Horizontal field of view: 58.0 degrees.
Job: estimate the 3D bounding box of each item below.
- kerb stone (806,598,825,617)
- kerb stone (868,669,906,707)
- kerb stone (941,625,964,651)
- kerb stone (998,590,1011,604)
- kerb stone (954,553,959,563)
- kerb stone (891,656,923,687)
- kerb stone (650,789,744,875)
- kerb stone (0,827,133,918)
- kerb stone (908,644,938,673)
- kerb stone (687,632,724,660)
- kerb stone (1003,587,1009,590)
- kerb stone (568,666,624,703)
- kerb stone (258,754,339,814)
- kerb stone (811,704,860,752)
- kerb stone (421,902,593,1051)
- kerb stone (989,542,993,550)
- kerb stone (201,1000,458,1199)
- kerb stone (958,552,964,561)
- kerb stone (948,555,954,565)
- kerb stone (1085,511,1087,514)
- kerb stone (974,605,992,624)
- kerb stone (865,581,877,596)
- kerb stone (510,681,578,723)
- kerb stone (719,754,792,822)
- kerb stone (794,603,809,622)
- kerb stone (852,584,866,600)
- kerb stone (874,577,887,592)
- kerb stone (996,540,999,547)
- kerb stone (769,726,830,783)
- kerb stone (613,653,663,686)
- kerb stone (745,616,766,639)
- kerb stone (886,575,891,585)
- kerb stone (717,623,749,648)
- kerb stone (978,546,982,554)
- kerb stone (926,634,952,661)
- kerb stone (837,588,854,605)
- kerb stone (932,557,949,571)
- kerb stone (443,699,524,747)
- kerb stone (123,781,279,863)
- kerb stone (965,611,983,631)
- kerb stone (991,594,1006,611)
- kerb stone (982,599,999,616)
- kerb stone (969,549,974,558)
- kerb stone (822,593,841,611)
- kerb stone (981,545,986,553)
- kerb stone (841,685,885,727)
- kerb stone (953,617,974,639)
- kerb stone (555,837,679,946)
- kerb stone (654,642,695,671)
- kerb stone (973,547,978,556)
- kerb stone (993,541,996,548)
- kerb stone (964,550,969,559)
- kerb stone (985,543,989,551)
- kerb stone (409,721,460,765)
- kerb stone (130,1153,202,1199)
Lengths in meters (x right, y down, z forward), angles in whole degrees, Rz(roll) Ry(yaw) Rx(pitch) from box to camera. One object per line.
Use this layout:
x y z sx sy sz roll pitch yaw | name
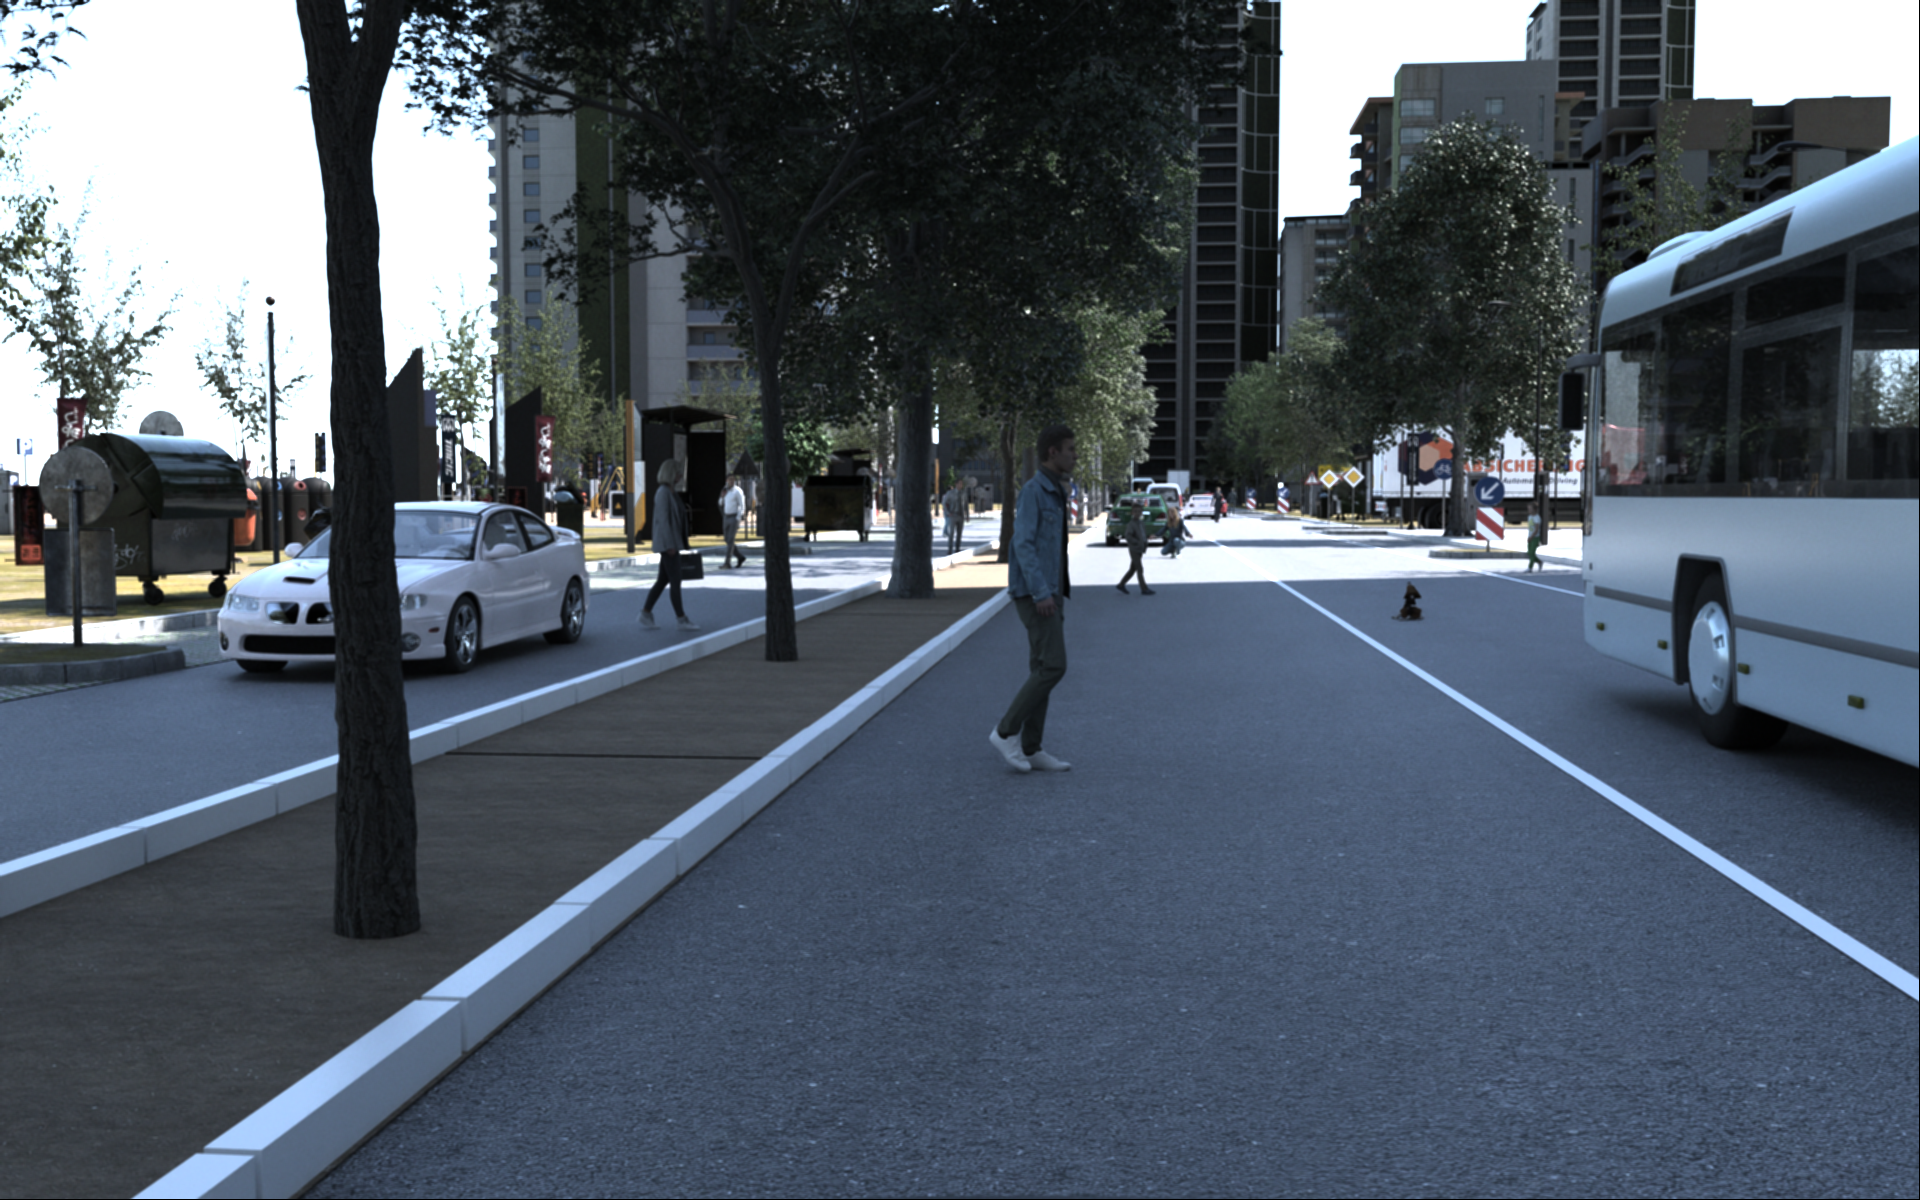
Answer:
-1.769 0.108 20.428 0.120 0.150 1.000 0 4 6 | kerb stone
-0.523 0.621 12.043 0.120 0.150 1.000 0 4 6 | kerb stone
-0.097 0.373 16.125 0.120 0.150 1.000 0 4 6 | kerb stone
0.531 0.001 22.236 0.120 0.150 1.000 0 4 6 | kerb stone
-0.178 -0.825 35.721 0.120 0.150 1.000 0 4 6 | kerb stone
-0.421 0.562 13.060 0.120 0.150 1.000 0 4 6 | kerb stone
-1.050 0.932 6.961 0.120 0.150 1.000 0 4 6 | kerb stone
-3.246 0.981 6.164 0.120 0.150 1.000 0 4 6 | kerb stone
-0.316 0.496 14.092 0.120 0.150 1.000 0 4 6 | kerb stone
-2.288 0.420 15.336 0.120 0.150 1.000 0 4 6 | kerb stone
0.638 -0.063 23.252 0.120 0.150 1.000 0 4 6 | kerb stone
-2.607 0.608 12.276 0.120 0.150 1.000 0 4 6 | kerb stone
-3.039 0.856 8.199 0.120 0.150 1.000 0 4 6 | kerb stone
-0.731 0.749 10.010 0.120 0.150 1.000 0 4 6 | kerb stone
-1.265 1.057 4.919 0.120 0.150 1.000 0 4 6 | kerb stone
0.668 -1.325 43.860 0.120 0.150 1.000 0 4 6 | kerb stone
-1.374 1.120 3.896 0.120 0.150 1.000 0 4 6 | kerb stone
-0.069 -0.889 36.737 0.120 0.150 1.000 0 4 6 | kerb stone
-0.289 -0.765 34.705 0.120 0.150 1.000 0 4 6 | kerb stone
9.831 -6.727 132.173 0.120 0.150 1.000 0 4 6 | kerb stone
0.220 0.187 19.181 0.120 0.150 1.000 0 4 6 | kerb stone
-1.339 -0.138 24.508 0.120 0.150 1.000 0 4 6 | kerb stone
-2.720 0.670 11.248 0.120 0.150 1.000 0 4 6 | kerb stone
-0.946 0.871 7.977 0.120 0.150 1.000 0 4 6 | kerb stone
-1.870 0.171 19.407 0.120 0.150 1.000 0 4 6 | kerb stone
-1.446 -0.079 23.487 0.120 0.150 1.000 0 4 6 | kerb stone
-1.238 -0.204 25.524 0.120 0.150 1.000 0 4 6 | kerb stone
0.874 -1.447 45.893 0.120 0.150 1.000 0 4 6 | kerb stone
-0.839 0.807 8.993 0.120 0.150 1.000 0 4 6 | kerb stone
-2.498 0.544 13.299 0.120 0.150 1.000 0 4 6 | kerb stone
-2.081 0.295 17.369 0.120 0.150 1.000 0 4 6 | kerb stone
-1.127 -0.267 26.554 0.120 0.150 1.000 0 4 6 | kerb stone
-2.189 0.357 16.353 0.120 0.150 1.000 0 4 6 | kerb stone
0.354 -1.138 40.807 0.120 0.150 1.000 0 4 6 | kerb stone
-0.209 0.433 15.109 0.120 0.150 1.000 0 4 6 | kerb stone
-1.555 -0.016 22.465 0.120 0.150 1.000 0 4 6 | kerb stone
-0.386 -0.703 33.688 0.120 0.150 1.000 0 4 6 | kerb stone
-2.825 0.732 10.232 0.120 0.150 1.000 0 4 6 | kerb stone
-3.143 0.920 7.181 0.120 0.150 1.000 0 4 6 | kerb stone
0.113 0.247 18.164 0.120 0.150 1.000 0 4 6 | kerb stone
0.430 0.067 21.219 0.120 0.150 1.000 0 4 6 | kerb stone
0.322 0.125 20.198 0.120 0.150 1.000 0 4 6 | kerb stone
0.147 -1.011 38.770 0.120 0.150 1.000 0 4 6 | kerb stone
-1.656 0.046 21.448 0.120 0.150 1.000 0 4 6 | kerb stone
0.454 -1.201 41.826 0.120 0.150 1.000 0 4 6 | kerb stone
-0.630 0.688 11.027 0.120 0.150 1.000 0 4 6 | kerb stone
0.005 0.309 17.144 0.120 0.150 1.000 0 4 6 | kerb stone
-1.165 0.994 5.936 0.120 0.150 1.000 0 4 6 | kerb stone
-2.397 0.485 14.320 0.120 0.150 1.000 0 4 6 | kerb stone
0.244 -1.076 39.787 0.120 0.150 1.000 0 4 6 | kerb stone
0.766 -1.387 44.877 0.120 0.150 1.000 0 4 6 | kerb stone
0.034 -0.952 37.754 0.120 0.150 1.000 0 4 6 | kerb stone
0.560 -1.263 42.843 0.120 0.150 1.000 0 4 6 | kerb stone
-2.929 0.797 9.215 0.120 0.150 1.000 0 4 6 | kerb stone
-1.481 1.185 2.879 0.120 0.150 1.000 0 4 6 | kerb stone
